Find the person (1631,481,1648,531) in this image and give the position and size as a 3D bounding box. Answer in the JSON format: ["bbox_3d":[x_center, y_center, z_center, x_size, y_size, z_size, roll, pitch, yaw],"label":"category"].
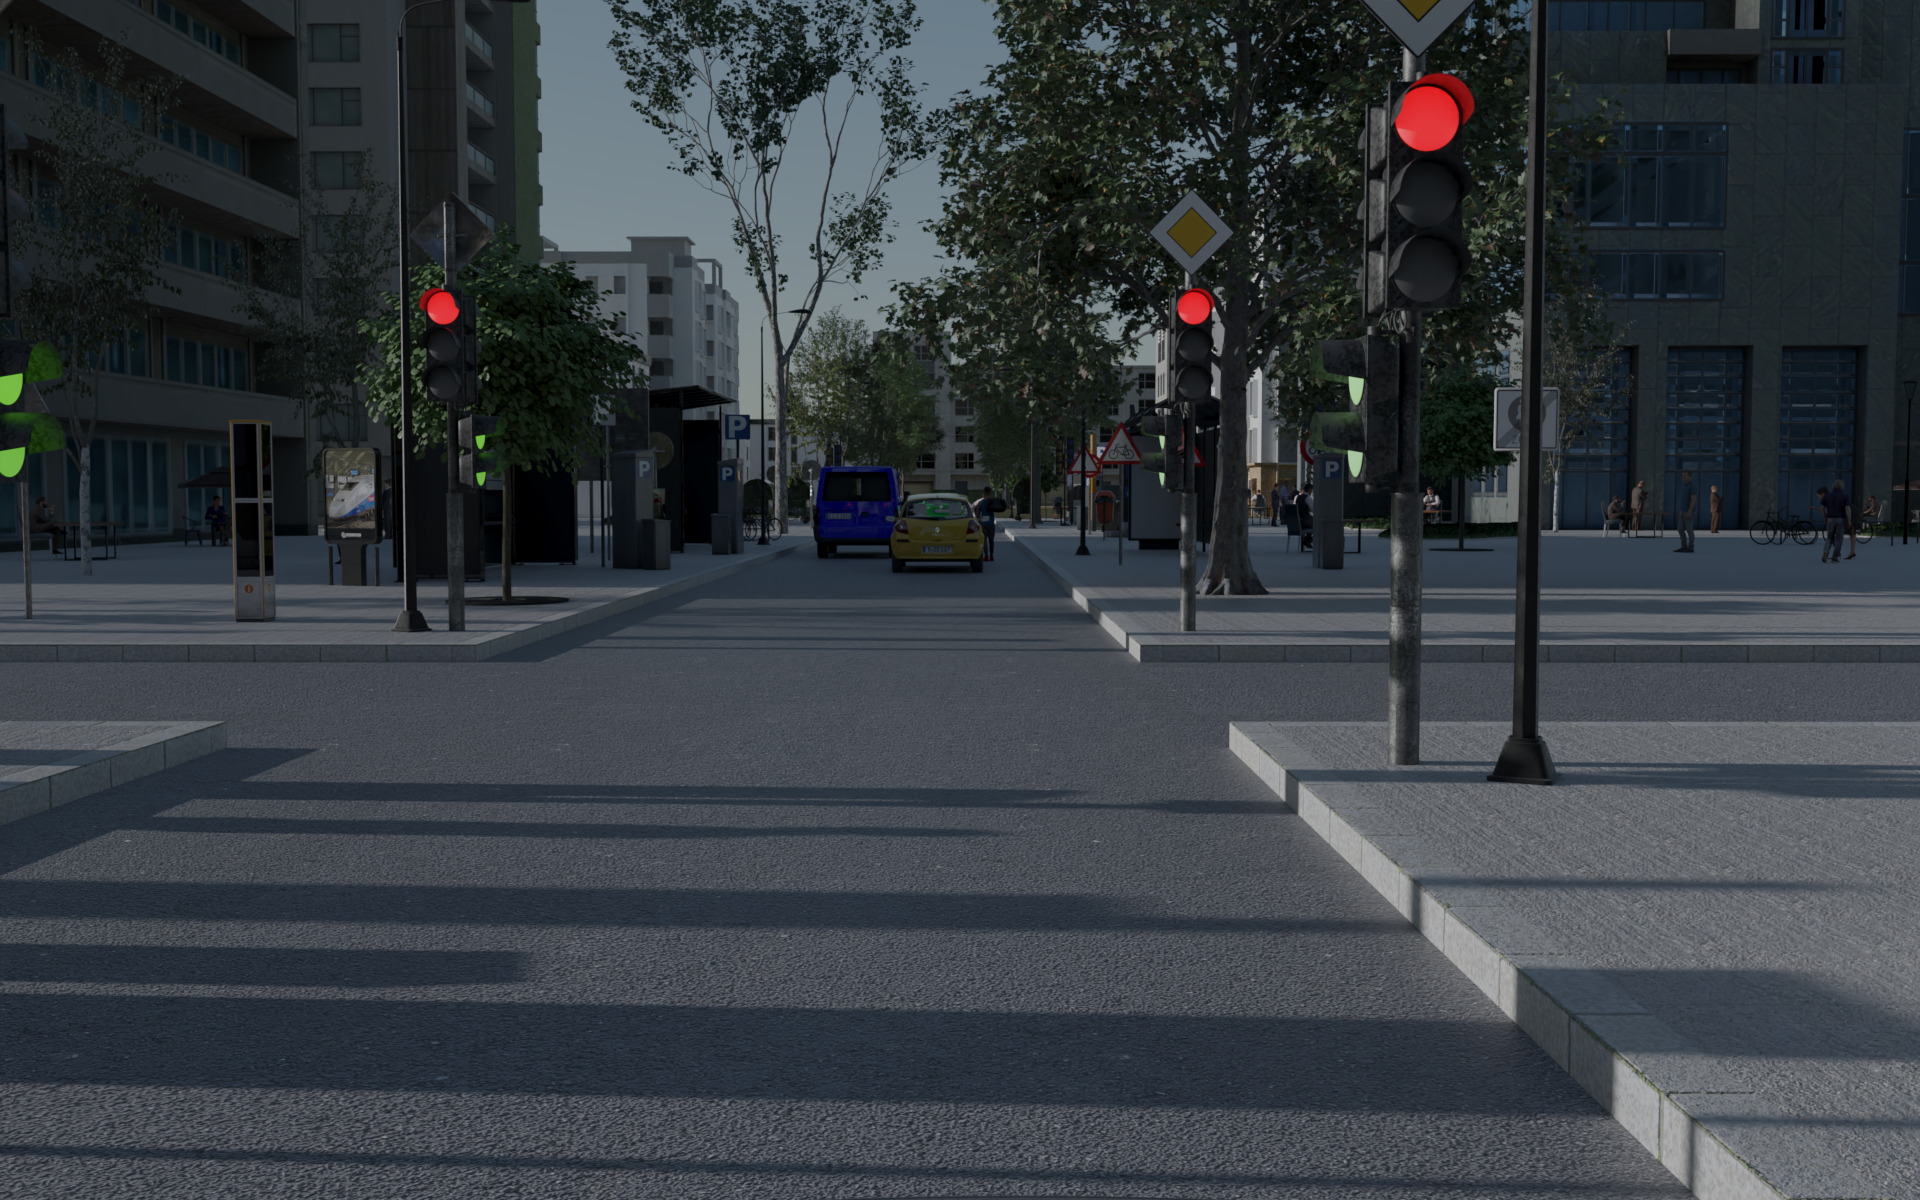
[{"bbox_3d":[23.766,-3.290,60.525,0.600,1.739,0.565,-3,4,-37],"label":"person"}]

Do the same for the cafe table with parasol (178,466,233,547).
[{"bbox_3d":[-18.110,-2.308,42.608,2.610,1.966,2.610,2,4,26],"label":"cafe table with parasol"}]

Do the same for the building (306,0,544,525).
[{"bbox_3d":[-27.056,-24.001,76.013,14.154,41.232,14.086,0,4,0],"label":"building"}]

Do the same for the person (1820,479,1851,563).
[{"bbox_3d":[16.225,-1.468,32.251,0.471,1.553,0.569,-1,4,-10],"label":"person"}]

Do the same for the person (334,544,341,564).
[{"bbox_3d":[-11.206,-1.427,31.640,0.482,1.546,0.388,2,4,34],"label":"person"}]

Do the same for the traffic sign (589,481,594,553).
[{"bbox_3d":[-7.994,-2.290,37.554,0.768,2.556,0.104,1,4,9],"label":"traffic sign"}]

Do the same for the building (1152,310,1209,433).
[{"bbox_3d":[25.692,-16.604,137.933,16.747,18.905,31.486,0,4,0],"label":"building"}]

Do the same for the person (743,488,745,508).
[{"bbox_3d":[-5.193,-2.072,40.046,0.434,1.807,0.598,0,4,0],"label":"person"}]

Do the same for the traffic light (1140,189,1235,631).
[{"bbox_3d":[2.118,-1.664,16.133,0.839,4.253,0.868,0,4,0],"label":"traffic light"}]

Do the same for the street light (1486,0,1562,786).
[{"bbox_3d":[1.998,-2.146,7.621,1.470,5.913,1.316,0,4,0],"label":"street light"}]

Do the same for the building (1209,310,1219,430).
[{"bbox_3d":[24.974,-15.893,116.274,16.016,20.091,11.380,0,4,0],"label":"building"}]

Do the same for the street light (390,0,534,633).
[{"bbox_3d":[-4.595,-2.660,16.026,1.470,5.913,1.316,0,4,0],"label":"street light"}]

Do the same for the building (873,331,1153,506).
[{"bbox_3d":[6.308,-20.181,196.412,31.486,18.905,16.747,0,4,0],"label":"building"}]

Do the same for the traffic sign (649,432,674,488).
[{"bbox_3d":[-6.237,-2.160,35.429,0.768,2.556,0.104,0,4,6],"label":"traffic sign"}]

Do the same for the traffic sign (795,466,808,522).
[{"bbox_3d":[-7.274,-4.858,79.527,0.768,2.556,0.104,0,4,3],"label":"traffic sign"}]

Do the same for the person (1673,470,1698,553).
[{"bbox_3d":[15.897,-1.943,37.942,0.434,1.807,0.598,1,4,15],"label":"person"}]

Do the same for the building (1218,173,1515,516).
[{"bbox_3d":[24.689,-15.199,104.916,16.016,20.091,11.380,0,4,0],"label":"building"}]

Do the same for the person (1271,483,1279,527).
[{"bbox_3d":[12.423,-3.746,68.211,0.530,1.710,0.541,3,5,40],"label":"person"}]

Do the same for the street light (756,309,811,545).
[{"bbox_3d":[-4.426,-4.344,43.566,1.470,5.913,1.316,0,4,0],"label":"street light"}]

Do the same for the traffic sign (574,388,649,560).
[{"bbox_3d":[-7.094,-2.416,33.380,2.265,3.308,0.079,0,4,7],"label":"traffic sign"}]

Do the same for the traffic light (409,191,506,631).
[{"bbox_3d":[-4.703,-1.665,16.136,0.839,4.253,0.868,0,4,0],"label":"traffic light"}]

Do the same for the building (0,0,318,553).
[{"bbox_3d":[-30.636,-25.580,41.943,21.300,48.544,21.600,0,4,0],"label":"building"}]

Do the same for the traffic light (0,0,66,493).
[{"bbox_3d":[-4.725,-1.176,8.151,0.839,4.253,0.868,0,4,0],"label":"traffic light"}]

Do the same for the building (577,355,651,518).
[{"bbox_3d":[-23.382,-10.015,105.888,9.099,9.664,28.070,0,4,0],"label":"building"}]

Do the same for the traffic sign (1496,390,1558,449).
[{"bbox_3d":[5.447,-0.893,16.725,0.606,2.300,0.079,0,4,4],"label":"traffic sign"}]

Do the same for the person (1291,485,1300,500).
[{"bbox_3d":[15.618,-4.505,80.617,0.541,1.710,0.530,-1,4,-16],"label":"person"}]

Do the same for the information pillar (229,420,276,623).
[{"bbox_3d":[-7.088,-0.788,17.372,0.304,2.012,0.304,0,4,1],"label":"information pillar"}]

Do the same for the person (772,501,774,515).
[{"bbox_3d":[-11.719,-6.042,108.083,1.065,1.426,0.557,2,4,31],"label":"person"}]

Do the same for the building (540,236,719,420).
[{"bbox_3d":[-26.517,-16.443,125.265,16.016,20.091,11.380,0,4,0],"label":"building"}]

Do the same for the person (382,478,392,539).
[{"bbox_3d":[-16.345,-2.589,49.183,0.445,1.727,0.742,-3,5,-41],"label":"person"}]

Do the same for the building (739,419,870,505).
[{"bbox_3d":[-23.503,-15.423,194.309,28.070,9.664,9.099,0,4,0],"label":"building"}]

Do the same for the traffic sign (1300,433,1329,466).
[{"bbox_3d":[6.783,-1.991,32.665,0.768,2.556,0.104,0,4,8],"label":"traffic sign"}]

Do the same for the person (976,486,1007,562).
[{"bbox_3d":[0.656,-1.618,36.820,0.647,1.594,0.662,-1,4,-15],"label":"person"}]

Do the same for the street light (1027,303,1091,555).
[{"bbox_3d":[2.039,-3.893,36.199,1.470,5.913,1.316,0,4,0],"label":"street light"}]

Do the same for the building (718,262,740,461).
[{"bbox_3d":[-24.820,-17.704,145.882,11.380,20.091,16.016,0,4,0],"label":"building"}]

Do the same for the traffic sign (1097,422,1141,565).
[{"bbox_3d":[2.896,-1.906,31.173,0.884,2.594,0.081,0,4,1],"label":"traffic sign"}]

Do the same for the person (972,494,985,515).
[{"bbox_3d":[0.695,-2.712,56.036,0.628,1.438,0.799,0,4,6],"label":"person"}]

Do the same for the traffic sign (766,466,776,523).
[{"bbox_3d":[-8.275,-4.723,77.330,0.768,2.556,0.104,1,4,8],"label":"traffic sign"}]

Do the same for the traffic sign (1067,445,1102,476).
[{"bbox_3d":[3.201,-2.731,44.654,0.884,2.594,0.081,0,4,1],"label":"traffic sign"}]

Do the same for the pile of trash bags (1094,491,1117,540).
[{"bbox_3d":[5.432,-2.349,48.153,3.447,1.369,1.912,1,4,10],"label":"pile of trash bags"}]

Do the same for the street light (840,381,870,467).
[{"bbox_3d":[-4.386,-6.049,71.441,1.470,5.913,1.316,0,4,0],"label":"street light"}]

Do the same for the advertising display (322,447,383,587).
[{"bbox_3d":[-8.474,-1.160,24.176,0.974,1.923,0.123,2,4,25],"label":"advertising display"}]

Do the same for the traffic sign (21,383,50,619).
[{"bbox_3d":[-9.567,-1.084,17.722,0.884,2.594,0.081,1,4,8],"label":"traffic sign"}]

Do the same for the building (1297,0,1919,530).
[{"bbox_3d":[29.016,-46.559,73.919,22.319,86.520,31.000,0,4,0],"label":"building"}]

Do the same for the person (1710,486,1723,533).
[{"bbox_3d":[24.784,-2.961,56.724,0.388,1.546,0.482,2,4,30],"label":"person"}]

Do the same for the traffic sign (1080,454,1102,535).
[{"bbox_3d":[4.080,-3.324,54.457,0.768,2.556,0.104,1,4,8],"label":"traffic sign"}]

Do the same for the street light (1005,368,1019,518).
[{"bbox_3d":[2.127,-5.578,63.740,1.470,5.913,1.316,0,4,0],"label":"street light"}]

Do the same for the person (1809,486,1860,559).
[{"bbox_3d":[17.194,-1.514,33.991,0.799,1.438,0.628,0,4,-5],"label":"person"}]

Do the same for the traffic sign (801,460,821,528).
[{"bbox_3d":[-5.528,-3.940,64.520,0.768,2.556,0.104,0,4,4],"label":"traffic sign"}]

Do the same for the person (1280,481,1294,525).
[{"bbox_3d":[13.594,-4.033,71.848,0.599,1.838,0.709,1,4,23],"label":"person"}]

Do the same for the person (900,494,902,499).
[{"bbox_3d":[-5.601,-9.690,170.171,0.697,1.427,0.421,3,4,38],"label":"person"}]

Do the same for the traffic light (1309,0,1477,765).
[{"bbox_3d":[2.096,-1.176,8.148,0.839,4.253,0.868,0,4,0],"label":"traffic light"}]

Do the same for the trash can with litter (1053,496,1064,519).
[{"bbox_3d":[5.071,-4.743,88.929,0.624,1.170,1.055,1,4,10],"label":"trash can with litter"}]

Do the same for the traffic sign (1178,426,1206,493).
[{"bbox_3d":[4.293,-2.042,33.384,0.884,2.594,0.081,0,4,8],"label":"traffic sign"}]
